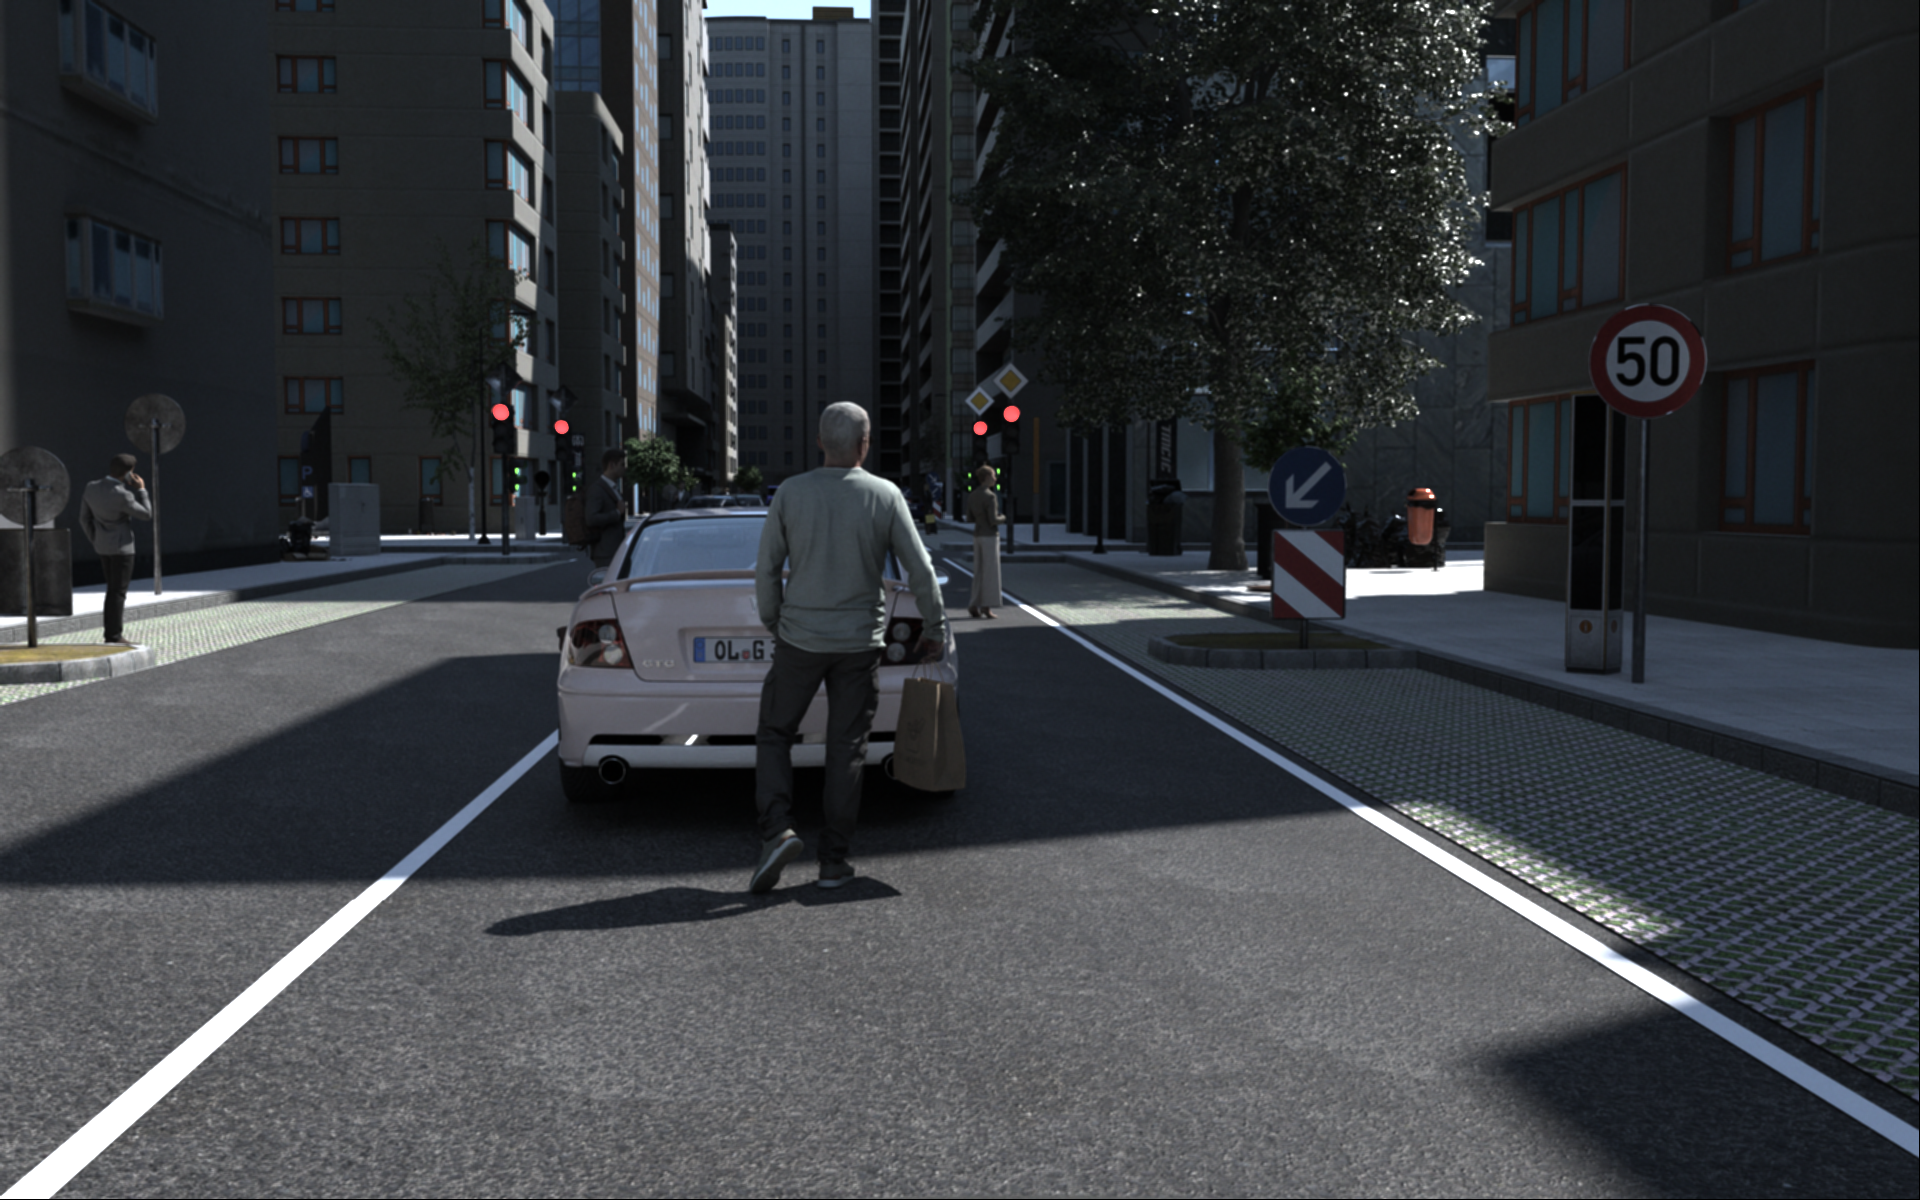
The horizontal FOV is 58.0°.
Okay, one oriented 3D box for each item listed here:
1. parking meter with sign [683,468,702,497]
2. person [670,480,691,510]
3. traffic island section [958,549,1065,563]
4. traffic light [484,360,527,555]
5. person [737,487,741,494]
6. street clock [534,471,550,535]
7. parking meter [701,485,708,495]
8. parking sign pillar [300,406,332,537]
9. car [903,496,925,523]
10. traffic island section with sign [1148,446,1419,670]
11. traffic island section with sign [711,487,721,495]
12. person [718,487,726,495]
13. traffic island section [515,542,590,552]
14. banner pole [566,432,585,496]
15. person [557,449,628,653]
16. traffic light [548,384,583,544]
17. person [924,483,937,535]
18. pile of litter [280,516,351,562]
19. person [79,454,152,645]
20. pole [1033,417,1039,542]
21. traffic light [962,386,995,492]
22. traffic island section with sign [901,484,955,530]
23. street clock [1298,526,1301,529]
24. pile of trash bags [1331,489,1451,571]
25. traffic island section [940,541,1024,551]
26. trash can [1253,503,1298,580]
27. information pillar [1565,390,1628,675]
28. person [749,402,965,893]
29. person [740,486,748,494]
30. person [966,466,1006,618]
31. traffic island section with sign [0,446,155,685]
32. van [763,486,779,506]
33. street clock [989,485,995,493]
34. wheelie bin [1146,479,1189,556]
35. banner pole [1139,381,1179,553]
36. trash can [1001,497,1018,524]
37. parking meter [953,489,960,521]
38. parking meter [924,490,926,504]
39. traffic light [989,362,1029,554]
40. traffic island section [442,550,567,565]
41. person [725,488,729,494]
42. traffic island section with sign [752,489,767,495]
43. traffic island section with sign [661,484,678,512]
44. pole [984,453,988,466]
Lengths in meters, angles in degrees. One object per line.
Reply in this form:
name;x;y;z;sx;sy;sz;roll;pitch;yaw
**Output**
parking meter with sign;-17.866;-7.426;117.681;1.738;3.016;0.543;0;4;1
person;-8.198;-2.595;50.891;0.622;1.834;0.822;-1;4;-14
traffic island section;1.097;-0.911;37.172;2.009;0.180;2.903;0;4;-4
traffic light;-9.527;-2.897;36.284;0.839;4.253;0.868;0;4;-4
person;-11.612;-5.099;92.044;0.590;1.801;0.661;0;4;6
street clock;-12.973;-3.010;53.784;0.471;2.002;0.358;-1;4;-19
parking meter;-16.983;-6.693;115.135;0.399;1.863;0.255;2;4;24
parking sign pillar;-19.536;-3.920;52.562;1.447;3.967;1.447;0;4;3
car;-2.583;-4.499;86.146;1.945;1.354;3.894;0;4;-4
traffic island section with sign;2.694;-0.390;15.002;1.989;1.847;2.006;0;4;-4
traffic island section with sign;-13.581;-5.405;96.991;1.989;1.847;2.006;0;4;-4
person;-12.704;-5.278;95.017;1.509;1.804;0.699;2;4;29
traffic island section;-10.138;-1.352;44.381;2.009;0.180;2.903;0;4;-4
banner pole;-13.698;-4.368;61.440;0.863;3.779;0.401;-1;4;-12
person;-3.149;-0.422;15.369;0.822;1.834;0.622;0;4;-6
traffic light;-10.097;-3.384;44.249;0.839;4.253;0.868;0;4;-4
person;-1.041;-3.181;60.719;0.699;1.804;1.509;1;4;14
pile of litter;-12.601;-1.177;33.207;1.719;0.858;1.176;0;4;-7
person;-7.850;-0.456;16.132;0.592;1.802;0.473;3;4;36
pole;2.027;-3.190;45.993;0.158;3.312;0.155;0;3;0
traffic light;0.486;-3.431;45.020;0.839;4.253;0.868;0;4;-4
traffic island section with sign;-1.218;-3.734;69.674;1.989;1.847;2.006;0;4;-4
street clock;7.247;-1.960;36.611;0.471;2.002;0.358;0;4;3
pile of trash bags;7.599;-1.247;30.147;1.912;1.369;3.447;0;4;-3
traffic island section;0.527;-1.398;45.137;2.009;0.180;2.903;0;4;-4
trash can;4.779;-0.880;26.049;0.748;1.137;0.748;0;3;0
information pillar;4.561;-0.484;12.411;0.304;2.012;0.304;3;5;44
person;-0.374;0.163;6.326;0.782;1.767;0.515;0;4;-4
person;-9.606;-4.167;76.972;0.623;1.781;0.721;0;3;0
person;0.327;-0.669;19.983;0.362;1.759;0.519;-3;4;-36
traffic island section with sign;-7.624;-0.315;13.773;1.989;1.847;2.006;0;4;-4
van;-13.167;-7.447;126.144;2.240;2.365;5.245;0;4;-6
street clock;1.225;-4.087;71.390;0.471;2.002;0.358;1;4;11
wheelie bin;4.295;-1.727;36.143;0.980;1.594;0.693;2;4;24
banner pole;4.342;-2.923;37.806;0.863;3.779;0.401;0;4;-2
trash can;2.099;-3.782;73.490;0.748;1.137;0.748;0;3;0
parking meter;-0.149;-4.591;83.474;0.372;1.533;0.369;0;3;0
parking meter;-1.982;-5.833;101.080;0.255;1.863;0.399;0;4;1
traffic light;1.056;-2.944;37.055;0.839;4.253;0.868;0;4;-4
traffic island section;-9.568;-0.865;36.416;2.009;0.180;2.903;0;4;-4
person;-14.364;-6.020;107.146;0.641;1.798;0.478;0;4;-6
traffic island section with sign;-17.086;-8.396;145.904;1.989;1.847;2.006;0;4;-4
traffic island section with sign;-11.625;-3.728;69.589;1.989;1.847;2.006;0;4;-4
pole;1.292;-5.621;85.742;0.158;3.312;0.155;0;3;0
